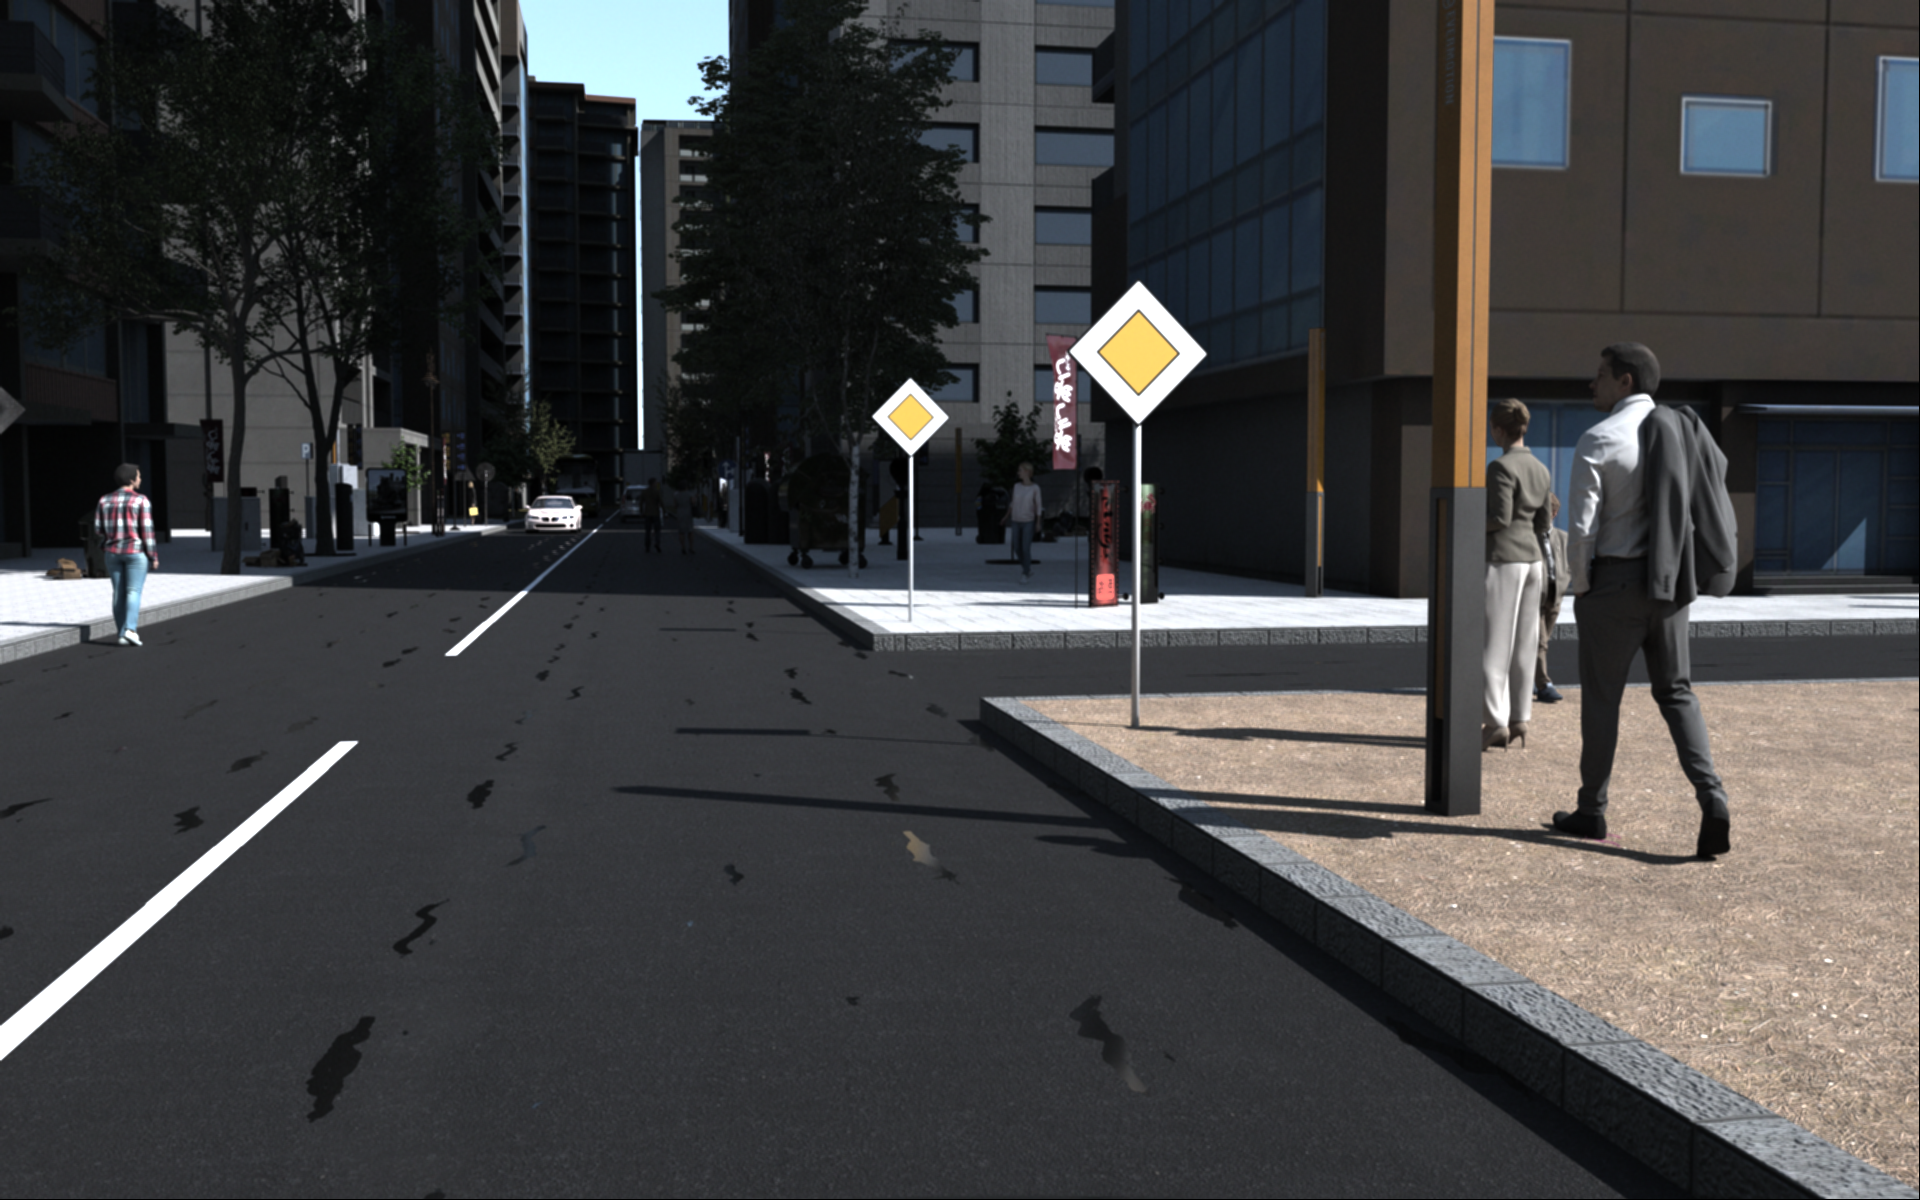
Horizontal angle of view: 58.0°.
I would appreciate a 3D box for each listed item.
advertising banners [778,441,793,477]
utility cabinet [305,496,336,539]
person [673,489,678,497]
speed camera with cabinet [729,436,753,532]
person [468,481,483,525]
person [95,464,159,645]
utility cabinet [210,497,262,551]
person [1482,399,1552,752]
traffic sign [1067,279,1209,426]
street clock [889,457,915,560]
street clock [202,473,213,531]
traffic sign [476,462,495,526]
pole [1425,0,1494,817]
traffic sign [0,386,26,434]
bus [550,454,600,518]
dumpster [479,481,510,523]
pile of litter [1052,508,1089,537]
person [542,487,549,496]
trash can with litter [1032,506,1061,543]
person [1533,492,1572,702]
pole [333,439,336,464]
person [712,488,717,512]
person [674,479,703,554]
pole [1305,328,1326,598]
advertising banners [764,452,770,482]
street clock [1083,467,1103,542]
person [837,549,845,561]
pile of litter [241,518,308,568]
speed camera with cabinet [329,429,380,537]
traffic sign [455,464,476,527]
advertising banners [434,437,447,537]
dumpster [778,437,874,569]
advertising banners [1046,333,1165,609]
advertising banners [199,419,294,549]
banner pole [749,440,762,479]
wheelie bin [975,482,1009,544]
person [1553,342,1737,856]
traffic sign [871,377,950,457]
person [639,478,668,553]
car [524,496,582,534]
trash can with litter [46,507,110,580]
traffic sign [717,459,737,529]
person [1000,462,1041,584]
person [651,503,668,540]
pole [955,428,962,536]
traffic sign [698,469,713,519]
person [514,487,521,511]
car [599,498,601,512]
[{"bbox_3d":[-4.997,-3.726,57.112,2.074,3.025,0.090,1,4,11],"label":"advertising banners"},{"bbox_3d":[-18.507,-2.393,50.280,0.306,1.237,1.020,2,4,27],"label":"utility cabinet"},{"bbox_3d":[-23.973,-8.553,146.830,0.756,1.711,0.436,-2,4,-24],"label":"person"},{"bbox_3d":[-7.421,-3.943,58.801,0.660,3.252,2.038,0,3,0],"label":"speed camera with cabinet"},{"bbox_3d":[-19.984,-3.980,71.341,0.699,1.804,1.509,0,4,5],"label":"person"},{"bbox_3d":[-7.953,-0.438,16.501,0.563,1.720,0.643,0,4,5],"label":"person"},{"bbox_3d":[-16.356,-1.710,39.126,1.020,1.237,0.306,-3,4,-38],"label":"utility cabinet"},{"bbox_3d":[2.741,-0.133,8.764,0.519,1.759,0.362,-3,5,-40],"label":"person"},{"bbox_3d":[0.988,-0.444,9.457,0.795,2.593,0.064,-1,4,-10],"label":"traffic sign"},{"bbox_3d":[-1.121,-1.783,33.716,0.471,2.002,0.358,0,4,8],"label":"street clock"},{"bbox_3d":[-25.840,-3.362,59.546,0.358,2.002,0.471,-3,5,-40],"label":"street clock"},{"bbox_3d":[-19.088,-4.258,69.719,0.768,2.556,0.104,0,4,-3],"label":"traffic sign"},{"bbox_3d":[1.984,-0.797,6.876,0.158,3.312,0.155,0,3,0],"label":"pole"},{"bbox_3d":[-8.926,-0.830,15.762,0.795,2.593,0.064,-1,4,-10],"label":"traffic sign"},{"bbox_3d":[-24.019,-7.178,108.900,2.896,3.916,12.252,-1,4,-11],"label":"bus"},{"bbox_3d":[-21.176,-4.467,78.799,1.264,1.857,1.865,-1,4,-10],"label":"dumpster"},{"bbox_3d":[3.462,-2.367,52.662,1.719,0.858,1.176,-3,5,-41],"label":"pile of litter"},{"bbox_3d":[-18.564,-4.210,77.812,0.515,1.767,0.782,0,4,-7],"label":"person"},{"bbox_3d":[2.194,-2.126,46.143,1.055,1.170,0.624,2,4,32],"label":"trash can with litter"},{"bbox_3d":[3.672,-0.035,10.885,0.475,1.303,0.640,-1,4,-14],"label":"person"},{"bbox_3d":[-19.337,-3.662,53.713,0.158,3.312,0.155,0,3,0],"label":"pole"},{"bbox_3d":[-17.291,-7.073,122.347,0.551,1.740,0.621,3,4,38],"label":"person"},{"bbox_3d":[-6.499,-2.004,41.628,0.716,1.782,0.532,1,4,10],"label":"person"},{"bbox_3d":[4.394,-1.685,21.398,0.158,3.312,0.155,0,3,0],"label":"pole"},{"bbox_3d":[-7.019,-4.267,65.956,0.090,3.025,2.074,1,4,19],"label":"advertising banners"},{"bbox_3d":[3.545,-2.546,46.190,0.471,2.002,0.358,-2,4,-26],"label":"street clock"},{"bbox_3d":[-2.234,-1.615,33.126,0.731,1.740,0.598,0,4,-2],"label":"person"},{"bbox_3d":[-12.191,-1.032,30.841,1.176,0.858,1.719,-1,4,-8],"label":"pile of litter"},{"bbox_3d":[-18.256,-3.560,52.544,2.038,3.252,0.660,2,4,33],"label":"speed camera with cabinet"},{"bbox_3d":[-19.338,-4.134,67.593,0.884,2.594,0.081,0,4,-7],"label":"traffic sign"},{"bbox_3d":[-15.679,-3.435,52.358,0.090,3.025,2.074,0,4,-7],"label":"advertising banners"},{"bbox_3d":[-2.361,-1.707,30.408,1.502,2.255,1.985,-1,4,-11],"label":"dumpster"},{"bbox_3d":[1.657,-1.435,19.645,0.090,3.025,2.074,3,5,44],"label":"advertising banners"},{"bbox_3d":[-16.701,-2.715,40.570,2.074,3.025,0.090,0,4,-5],"label":"advertising banners"},{"bbox_3d":[-9.480,-5.546,80.686,0.863,3.779,0.401,2,4,27],"label":"banner pole"},{"bbox_3d":[0.855,-2.247,44.648,0.693,1.594,0.980,3,5,44],"label":"wheelie bin"},{"bbox_3d":[2.500,-0.008,6.276,0.679,1.850,0.850,-1,4,-16],"label":"person"},{"bbox_3d":[-0.472,-0.925,17.308,0.795,2.593,0.064,-1,4,-10],"label":"traffic sign"},{"bbox_3d":[-7.534,-2.092,42.608,0.656,1.842,0.836,-2,4,-25],"label":"person"},{"bbox_3d":[-14.984,-3.156,63.957,2.083,1.381,4.827,-1,4,-10],"label":"car"},{"bbox_3d":[-13.209,-0.907,26.217,0.624,1.170,1.055,2,4,35],"label":"trash can with litter"},{"bbox_3d":[-8.470,-3.860,63.224,0.768,2.556,0.104,-1,4,-9],"label":"traffic sign"},{"bbox_3d":[0.905,-1.111,24.878,0.731,1.740,0.598,2,4,26],"label":"person"},{"bbox_3d":[-9.355,-2.468,53.873,0.505,1.210,0.382,-2,4,-30],"label":"person"},{"bbox_3d":[-0.045,-3.650,53.519,0.158,3.312,0.155,0,3,0],"label":"pole"},{"bbox_3d":[-12.931,-5.376,88.000,0.768,2.556,0.104,0,4,-4],"label":"traffic sign"},{"bbox_3d":[-33.737,-7.690,131.797,0.705,1.821,1.348,-3,4,-37],"label":"person"},{"bbox_3d":[-30.209,-8.038,141.009,1.945,1.707,3.694,-1,4,-9],"label":"car"}]
